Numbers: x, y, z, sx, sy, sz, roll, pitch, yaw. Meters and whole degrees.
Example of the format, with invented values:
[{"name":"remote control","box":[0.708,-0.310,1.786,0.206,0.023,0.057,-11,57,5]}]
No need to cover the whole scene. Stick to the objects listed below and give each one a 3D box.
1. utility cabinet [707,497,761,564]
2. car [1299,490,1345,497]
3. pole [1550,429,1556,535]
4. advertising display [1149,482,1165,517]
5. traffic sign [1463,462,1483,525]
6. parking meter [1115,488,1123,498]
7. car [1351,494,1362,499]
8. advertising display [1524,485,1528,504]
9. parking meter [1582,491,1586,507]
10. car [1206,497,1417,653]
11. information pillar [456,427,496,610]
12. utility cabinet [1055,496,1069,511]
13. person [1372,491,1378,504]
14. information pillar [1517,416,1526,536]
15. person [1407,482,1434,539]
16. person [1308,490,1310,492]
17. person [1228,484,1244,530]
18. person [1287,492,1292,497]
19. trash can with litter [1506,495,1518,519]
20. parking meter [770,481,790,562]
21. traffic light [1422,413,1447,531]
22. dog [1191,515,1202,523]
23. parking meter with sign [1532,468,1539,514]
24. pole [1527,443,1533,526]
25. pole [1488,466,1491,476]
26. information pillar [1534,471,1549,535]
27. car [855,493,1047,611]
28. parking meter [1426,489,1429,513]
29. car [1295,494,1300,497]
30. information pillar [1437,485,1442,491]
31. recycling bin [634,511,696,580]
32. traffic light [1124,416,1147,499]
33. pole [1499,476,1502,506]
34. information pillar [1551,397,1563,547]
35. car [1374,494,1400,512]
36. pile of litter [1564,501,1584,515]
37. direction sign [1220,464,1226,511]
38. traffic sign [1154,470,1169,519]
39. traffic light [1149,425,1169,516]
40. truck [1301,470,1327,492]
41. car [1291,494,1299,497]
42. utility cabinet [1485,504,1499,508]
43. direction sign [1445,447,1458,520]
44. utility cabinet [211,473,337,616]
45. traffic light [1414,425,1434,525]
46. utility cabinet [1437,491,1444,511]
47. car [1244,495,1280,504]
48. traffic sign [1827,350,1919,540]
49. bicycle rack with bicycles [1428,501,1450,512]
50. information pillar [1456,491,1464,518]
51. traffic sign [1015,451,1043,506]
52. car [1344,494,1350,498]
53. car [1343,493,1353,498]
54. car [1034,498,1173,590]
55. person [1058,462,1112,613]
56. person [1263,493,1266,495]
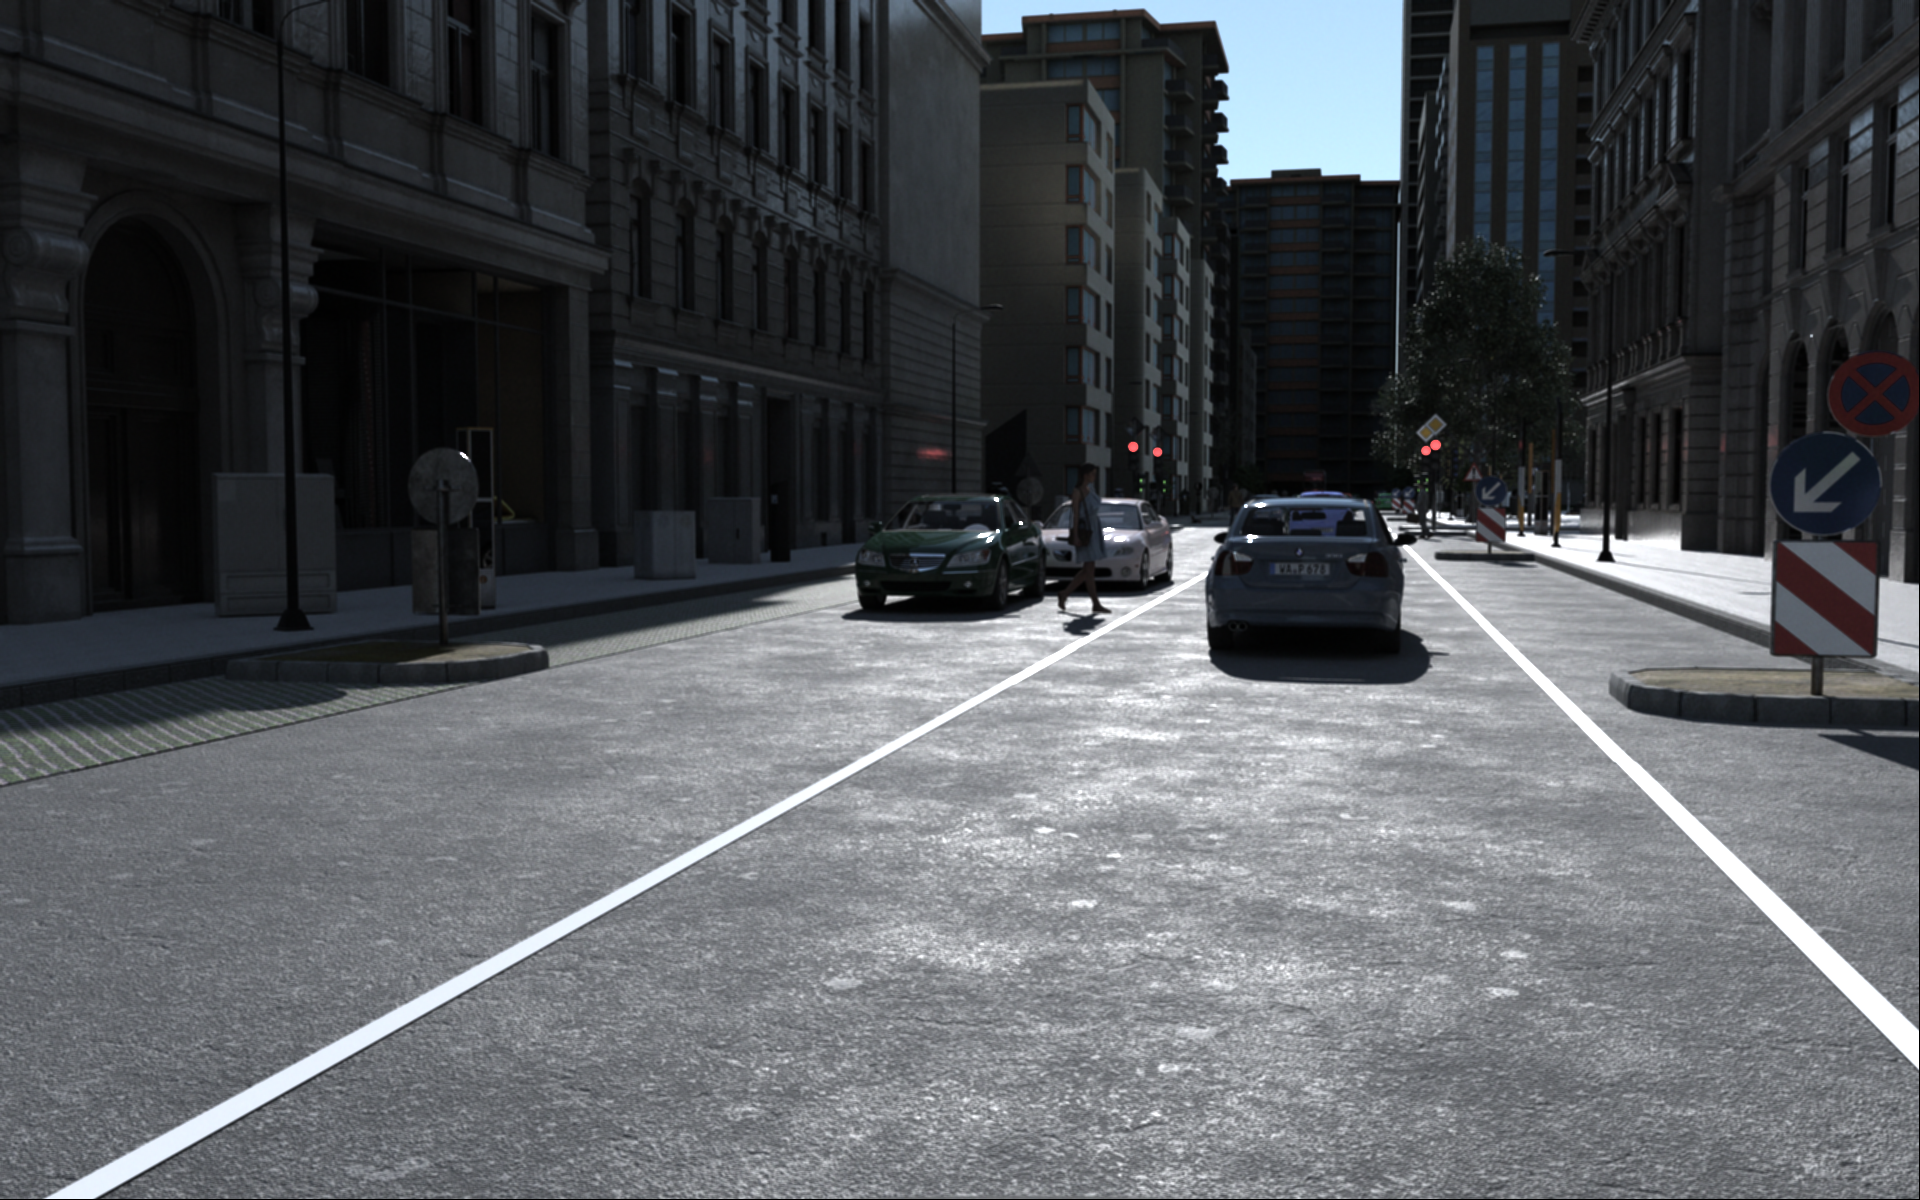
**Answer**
[{"name":"utility cabinet","box":[-4.176,-1.273,31.981,1.020,1.237,0.306,2,4,30]},{"name":"car","box":[9.579,-2.220,45.887,1.945,1.707,3.694,1,4,11]},{"name":"pole","box":[18.667,-3.703,54.391,0.158,3.312,0.155,0,3,0]},{"name":"advertising display","box":[10.643,-5.401,93.525,0.974,1.923,0.123,3,5,43]},{"name":"traffic sign","box":[21.051,-4.341,70.986,0.884,2.594,0.081,1,4,18]},{"name":"parking meter","box":[6.732,-3.971,73.341,0.372,1.533,0.369,0,3,0]},{"name":"car","box":[43.316,-11.132,190.804,1.959,1.807,4.718,1,4,13]},{"name":"advertising display","box":[40.153,-7.127,121.742,0.974,1.923,0.123,2,4,35]},{"name":"parking meter","box":[45.136,-7.139,125.125,0.372,1.533,0.369,0,3,0]},{"name":"car","box":[3.455,-0.308,17.034,2.014,1.417,4.499,1,4,14]},{"name":"information pillar","box":[-5.371,-0.901,19.227,0.304,2.012,0.304,-3,5,-41]},{"name":"utility cabinet","box":[3.510,-2.958,59.531,0.306,1.237,1.020,1,4,15]},{"name":"person","box":[37.622,-9.053,157.073,0.434,1.755,0.990,2,4,29]},{"name":"information pillar","box":[17.032,-3.741,52.520,0.183,3.616,0.504,0,4,5]},{"name":"person","box":[14.764,-2.863,55.423,0.853,1.813,0.709,2,4,26]},{"name":"person","box":[36.531,-10.547,181.084,0.705,1.807,1.348,0,4,2]},{"name":"person","box":[11.133,-3.751,69.735,0.656,1.842,0.836,-2,4,-33]},{"name":"person","box":[41.236,-12.667,216.432,1.217,1.723,0.721,-2,4,-24]},{"name":"trash can with litter","box":[28.692,-4.888,90.984,2.233,1.210,1.678,0,4,-5]},{"name":"parking meter","box":[-3.407,-1.494,32.831,0.372,1.533,0.369,0,3,0]},{"name":"traffic light","box":[16.516,-4.367,60.322,0.839,4.253,0.868,1,4,13]},{"name":"dog","box":[11.486,-3.925,84.374,0.550,0.427,0.748,-2,4,-33]},{"name":"parking meter with sign","box":[37.353,-7.128,112.810,0.543,3.016,1.738,1,4,20]},{"name":"pole","box":[22.678,-4.590,68.889,0.158,3.312,0.155,0,3,0]},{"name":"pole","box":[37.489,-7.879,122.662,0.158,3.312,0.155,0,3,0]},{"name":"information pillar","box":[18.296,-3.058,54.493,0.304,2.012,0.304,-2,4,-26]},{"name":"car","box":[-0.025,-0.680,22.920,2.131,1.459,4.920,1,4,12]},{"name":"parking meter","box":[32.414,-7.029,120.627,0.399,1.863,0.255,2,4,33]},{"name":"car","box":[10.939,-2.543,53.375,2.131,1.459,4.920,1,4,11]},{"name":"information pillar","box":[37.671,-8.052,136.149,0.304,2.012,0.304,-1,4,-19]},{"name":"recycling bin","box":[-4.476,-0.838,26.250,0.722,1.027,0.722,-2,4,-35]},{"name":"traffic light","box":[6.309,-4.507,62.611,0.839,4.253,0.868,1,4,13]},{"name":"pole","box":[39.015,-8.023,125.018,0.158,3.312,0.155,0,3,0]},{"name":"information pillar","box":[14.425,-3.084,41.773,0.183,3.616,0.504,1,4,10]},{"name":"car","box":[32.224,-7.445,130.516,1.959,1.807,4.718,1,4,13]},{"name":"pile of litter","box":[37.556,-5.570,105.029,1.719,0.858,1.176,3,5,41]},{"name":"direction sign","box":[19.791,-8.467,130.436,0.379,3.537,0.876,-1,4,-19]},{"name":"traffic sign","box":[10.451,-5.493,89.923,0.768,2.556,0.104,1,4,20]},{"name":"traffic light","box":[8.075,-4.983,70.400,0.839,4.253,0.868,1,4,13]},{"name":"truck","box":[41.427,-13.045,202.202,2.839,4.237,11.283,1,4,13]},{"name":"car","box":[32.367,-9.391,165.335,2.131,1.459,4.920,1,4,14]},{"name":"utility cabinet","box":[31.451,-5.726,102.298,0.318,1.500,1.173,3,5,42]},{"name":"direction sign","box":[23.864,-5.636,84.139,0.876,3.537,0.379,-2,4,-32]},{"name":"utility cabinet","box":[-7.248,-0.590,18.332,1.173,1.500,0.318,-2,4,-33]},{"name":"traffic light","box":[18.282,-4.843,68.111,0.839,4.253,0.868,1,4,13]},{"name":"utility cabinet","box":[36.764,-7.587,132.724,0.318,1.500,1.173,2,4,32]},{"name":"car","box":[13.880,-4.076,78.651,2.014,1.417,4.499,1,4,14]},{"name":"traffic sign","box":[8.134,-0.939,15.461,0.768,2.556,0.104,1,4,19]},{"name":"bicycle rack with bicycles","box":[35.410,-6.965,127.255,2.925,0.926,2.852,0,4,-4]},{"name":"information pillar","box":[27.200,-5.485,94.167,0.304,2.012,0.304,2,4,31]},{"name":"traffic sign","box":[2.056,-3.188,52.124,0.884,2.594,0.081,1,4,19]},{"name":"car","box":[20.719,-5.094,95.083,2.131,1.459,4.920,1,4,13]},{"name":"car","box":[25.348,-6.481,115.001,2.155,1.783,4.494,1,4,14]},{"name":"car","box":[2.251,-0.923,27.451,2.083,1.381,4.827,1,4,14]},{"name":"person","box":[1.476,-0.753,20.901,0.778,1.811,0.616,3,4,36]},{"name":"person","box":[39.555,-13.208,225.126,0.621,1.740,0.551,-3,5,-39]}]
